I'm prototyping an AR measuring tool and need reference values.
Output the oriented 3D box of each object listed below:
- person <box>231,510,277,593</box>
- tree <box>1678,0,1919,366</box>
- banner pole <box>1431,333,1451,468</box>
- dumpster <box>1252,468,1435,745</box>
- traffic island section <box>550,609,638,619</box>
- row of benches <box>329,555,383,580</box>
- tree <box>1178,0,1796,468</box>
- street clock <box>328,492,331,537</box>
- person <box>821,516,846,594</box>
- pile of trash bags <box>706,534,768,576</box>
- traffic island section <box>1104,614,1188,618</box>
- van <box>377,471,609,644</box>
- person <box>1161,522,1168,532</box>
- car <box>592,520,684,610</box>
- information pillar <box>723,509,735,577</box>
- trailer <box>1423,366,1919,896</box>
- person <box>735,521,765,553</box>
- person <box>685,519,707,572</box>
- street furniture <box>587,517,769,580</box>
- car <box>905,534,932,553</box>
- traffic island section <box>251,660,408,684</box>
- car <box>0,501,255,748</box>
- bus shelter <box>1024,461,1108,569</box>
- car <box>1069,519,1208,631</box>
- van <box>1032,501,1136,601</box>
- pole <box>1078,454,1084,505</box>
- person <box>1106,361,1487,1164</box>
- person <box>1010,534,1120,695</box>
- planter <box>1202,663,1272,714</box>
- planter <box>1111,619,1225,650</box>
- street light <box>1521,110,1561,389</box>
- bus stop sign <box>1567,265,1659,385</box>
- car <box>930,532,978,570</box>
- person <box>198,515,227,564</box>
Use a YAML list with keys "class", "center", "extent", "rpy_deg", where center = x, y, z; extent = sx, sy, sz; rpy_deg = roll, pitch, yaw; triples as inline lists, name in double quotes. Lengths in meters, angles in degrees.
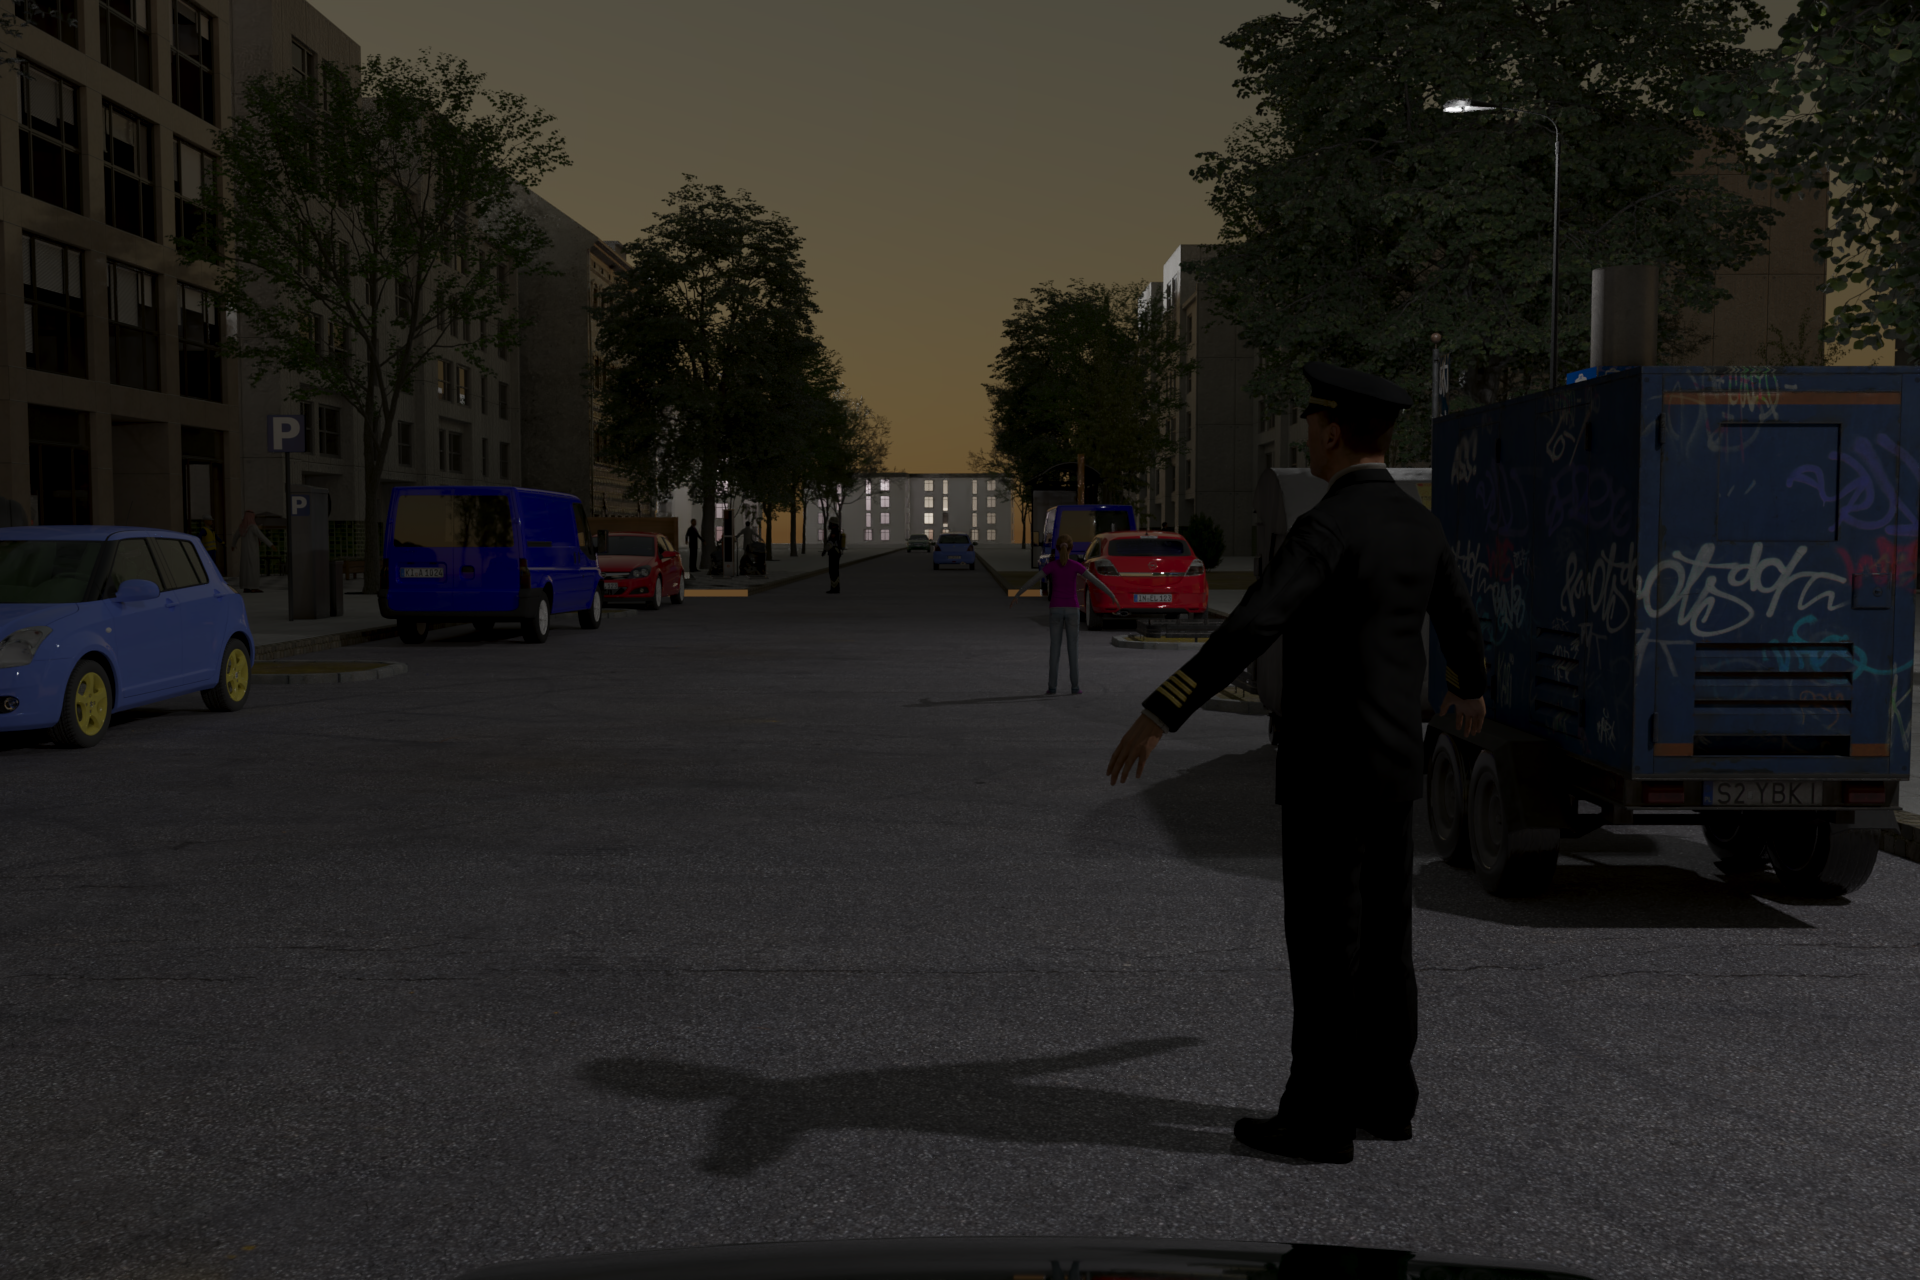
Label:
- class: "person"
  center: [-15.481, -1.938, 37.834]
  extent: [1.347, 1.811, 0.704]
  rpy_deg: [2, 4, 27]
- class: "tree"
  center: [8.352, -6.302, 9.696]
  extent: [9.857, 13.997, 8.962]
  rpy_deg: [0, 3, 0]
- class: "banner pole"
  center: [5.921, -1.921, 21.426]
  extent: [0.401, 3.779, 0.863]
  rpy_deg: [0, 4, 0]
- class: "dumpster"
  center: [2.864, -0.186, 11.262]
  extent: [1.865, 1.857, 1.264]
  rpy_deg: [0, 4, -1]
- class: "traffic island section"
  center: [-6.730, -0.456, 30.327]
  extent: [1.991, 0.108, 1.994]
  rpy_deg: [0, 4, 1]
- class: "row of benches"
  center: [-17.014, -2.113, 50.007]
  extent: [1.422, 0.672, 4.104]
  rpy_deg: [1, 4, 9]
- class: "tree"
  center: [8.364, -7.434, 28.199]
  extent: [9.857, 13.997, 8.962]
  rpy_deg: [0, 3, 0]
- class: "street clock"
  center: [-10.545, -1.467, 28.558]
  extent: [0.358, 2.002, 0.471]
  rpy_deg: [0, 4, 1]
- class: "person"
  center: [-3.058, -2.048, 41.723]
  extent: [0.705, 1.856, 1.354]
  rpy_deg: [1, 4, 10]
- class: "pile of trash bags"
  center: [-6.998, -2.701, 53.912]
  extent: [1.912, 1.369, 3.447]
  rpy_deg: [0, 4, 0]
- class: "traffic island section"
  center: [2.964, -0.473, 30.596]
  extent: [1.991, 0.108, 1.994]
  rpy_deg: [0, 4, 0]
- class: "van"
  center: [-6.371, -1.218, 24.301]
  extent: [2.240, 2.365, 5.245]
  rpy_deg: [0, 4, 0]
- class: "person"
  center: [8.952, -4.242, 75.537]
  extent: [0.705, 1.806, 1.347]
  rpy_deg: [0, 4, -6]
- class: "car"
  center: [-6.554, -1.522, 33.924]
  extent: [2.155, 1.783, 4.494]
  rpy_deg: [0, 3, 0]
- class: "information pillar"
  center: [-6.843, -2.862, 51.279]
  extent: [0.304, 2.012, 0.304]
  rpy_deg: [0, 3, 0]
- class: "trailer"
  center: [2.802, -0.050, 7.863]
  extent: [1.471, 1.999, 3.904]
  rpy_deg: [0, 4, 0]
- class: "person"
  center: [-8.475, -3.863, 69.341]
  extent: [1.347, 1.806, 0.705]
  rpy_deg: [1, 4, 12]
- class: "person"
  center: [-9.014, -3.211, 58.730]
  extent: [0.704, 1.802, 1.346]
  rpy_deg: [1, 4, 20]
- class: "street furniture"
  center: [-10.717, -2.317, 44.743]
  extent: [11.010, 1.723, 9.812]
  rpy_deg: [-1, 4, -10]
- class: "car"
  center: [-3.209, -7.556, 135.331]
  extent: [2.131, 1.459, 4.920]
  rpy_deg: [0, 4, 0]
- class: "traffic island section"
  center: [-6.732, 0.327, 17.518]
  extent: [1.991, 0.108, 1.994]
  rpy_deg: [0, 4, 0]
- class: "car"
  center: [-6.654, -0.190, 12.691]
  extent: [1.945, 1.707, 3.694]
  rpy_deg: [0, 4, 0]
- class: "bus shelter"
  center: [3.046, -3.496, 51.086]
  extent: [2.014, 3.302, 5.546]
  rpy_deg: [0, 4, -1]
- class: "car"
  center: [2.750, -1.111, 27.202]
  extent: [2.155, 1.783, 4.494]
  rpy_deg: [0, 4, -1]
- class: "van"
  center: [2.792, -2.083, 38.438]
  extent: [2.240, 2.365, 5.245]
  rpy_deg: [0, 4, 0]
- class: "pole"
  center: [3.085, -3.081, 44.220]
  extent: [0.158, 3.312, 0.155]
  rpy_deg: [0, 3, 0]
- class: "person"
  center: [0.889, 0.265, 4.065]
  extent: [1.347, 1.837, 0.705]
  rpy_deg: [-3, 5, -41]
- class: "person"
  center: [0.936, -0.231, 15.503]
  extent: [0.991, 1.433, 0.599]
  rpy_deg: [0, 4, 6]
- class: "planter"
  center: [2.997, 0.397, 14.655]
  extent: [1.991, 0.319, 1.994]
  rpy_deg: [0, 4, -1]
- class: "planter"
  center: [2.982, -0.074, 22.347]
  extent: [1.991, 0.319, 1.994]
  rpy_deg: [0, 4, 0]
- class: "street light"
  center: [6.938, -2.821, 18.660]
  extent: [1.470, 5.913, 1.316]
  rpy_deg: [0, 4, 0]
- class: "bus stop sign"
  center: [6.612, -1.731, 17.326]
  extent: [0.837, 3.901, 0.837]
  rpy_deg: [0, 4, 0]
- class: "car"
  center: [-0.239, -3.700, 70.092]
  extent: [1.945, 1.707, 3.694]
  rpy_deg: [0, 4, 0]
- class: "person"
  center: [-18.861, -2.275, 43.661]
  extent: [0.721, 1.772, 1.216]
  rpy_deg: [0, 4, 6]
